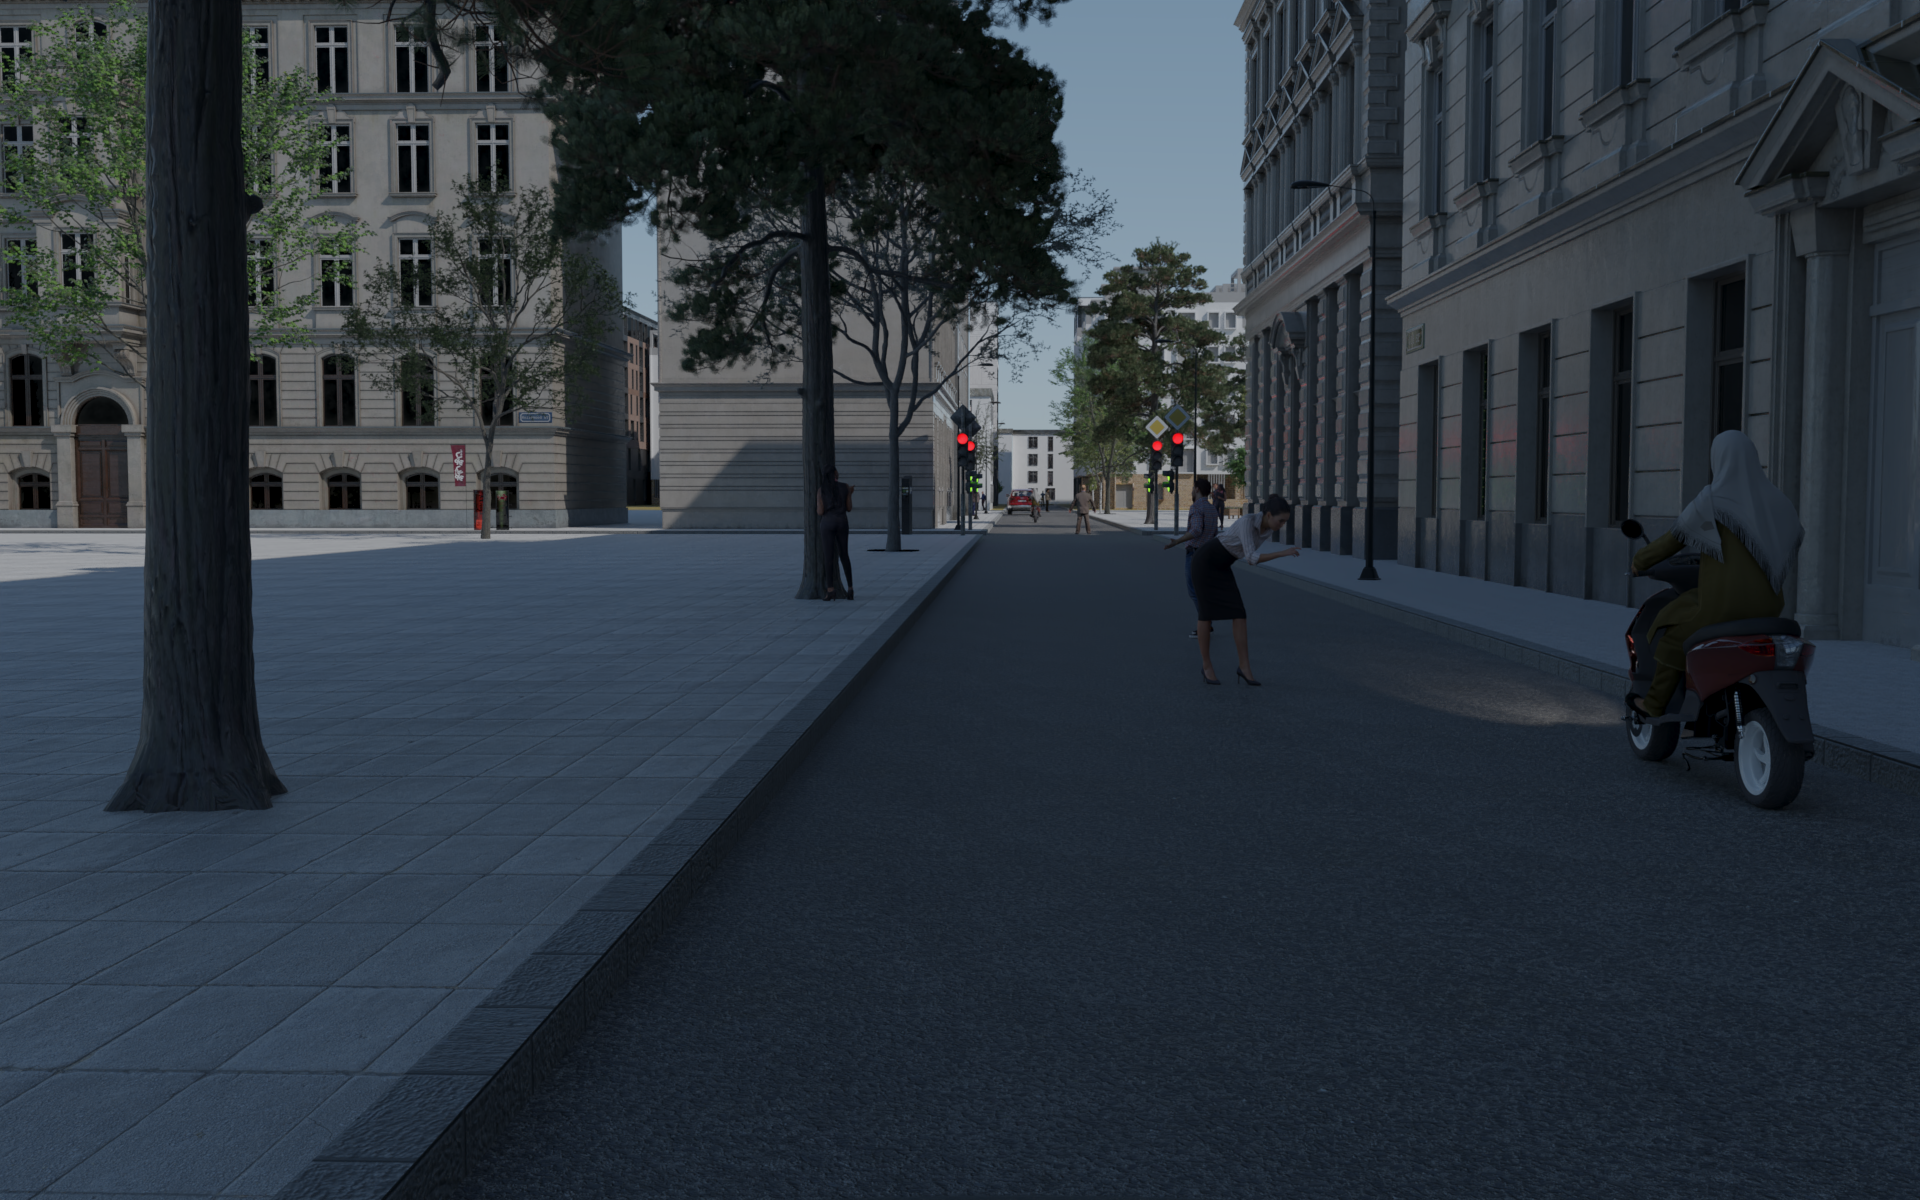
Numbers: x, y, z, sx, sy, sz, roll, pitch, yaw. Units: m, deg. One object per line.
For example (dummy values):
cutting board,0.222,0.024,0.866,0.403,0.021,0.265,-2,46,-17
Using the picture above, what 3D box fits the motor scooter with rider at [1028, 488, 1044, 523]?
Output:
motor scooter with rider,3.845,-4.799,87.426,0.876,1.779,1.986,0,4,3

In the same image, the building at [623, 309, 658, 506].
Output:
building,-52.244,-21.825,200.812,32.646,21.610,27.936,0,4,2

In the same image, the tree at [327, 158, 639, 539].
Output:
tree,-13.497,-7.002,48.890,8.767,10.594,7.601,-1,4,-16

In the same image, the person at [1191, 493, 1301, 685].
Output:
person,2.121,-0.075,12.919,0.799,1.438,0.628,0,4,8

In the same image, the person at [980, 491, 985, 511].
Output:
person,1.690,-7.552,132.217,0.600,1.496,0.574,0,4,-3

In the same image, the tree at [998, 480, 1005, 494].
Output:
tree,4.588,-13.403,213.747,1.663,3.219,1.824,0,3,0

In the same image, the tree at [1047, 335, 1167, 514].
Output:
tree,9.289,-11.246,109.631,9.928,11.665,9.643,0,3,0

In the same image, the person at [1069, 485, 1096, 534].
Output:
person,4.386,-3.240,62.019,0.990,1.755,0.434,0,4,3

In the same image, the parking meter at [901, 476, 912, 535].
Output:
parking meter,-1.678,-2.996,54.695,0.255,1.863,0.399,1,4,16

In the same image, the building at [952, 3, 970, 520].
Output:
building,-5.758,-16.851,93.528,12.078,24.808,19.932,0,4,2

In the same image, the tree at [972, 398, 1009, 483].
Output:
tree,1.440,-11.222,133.848,4.360,8.622,3.978,0,3,0

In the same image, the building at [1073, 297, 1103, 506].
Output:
building,26.690,-21.497,195.449,27.936,21.610,32.646,0,4,2

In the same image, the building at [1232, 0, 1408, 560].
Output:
building,12.978,-13.041,42.092,11.050,23.489,19.941,0,4,2

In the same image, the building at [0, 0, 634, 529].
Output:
building,-31.808,-15.319,69.550,34.723,24.649,14.460,0,4,2

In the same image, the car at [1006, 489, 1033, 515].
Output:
car,4.360,-6.900,121.482,2.281,1.827,5.304,0,4,2

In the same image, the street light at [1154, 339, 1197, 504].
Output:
street light,6.527,-4.862,52.034,1.470,5.913,1.316,0,4,2

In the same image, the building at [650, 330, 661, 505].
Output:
building,-29.763,-21.383,206.033,11.380,20.091,16.016,0,4,2

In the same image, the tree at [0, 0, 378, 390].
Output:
tree,-16.085,-6.734,35.862,9.928,11.665,9.643,0,3,0

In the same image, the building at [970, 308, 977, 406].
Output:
building,-5.753,-16.817,116.754,13.314,21.916,24.055,0,4,2

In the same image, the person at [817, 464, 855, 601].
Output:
person,-1.500,-0.815,20.837,0.415,1.643,0.593,2,4,25

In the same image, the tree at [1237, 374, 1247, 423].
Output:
tree,15.386,-8.075,82.392,4.737,8.622,4.395,0,3,0

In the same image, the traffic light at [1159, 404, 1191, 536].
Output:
traffic light,6.667,-3.923,53.392,0.839,4.213,0.868,0,4,2

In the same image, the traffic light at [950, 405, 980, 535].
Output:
traffic light,0.109,-3.936,53.601,0.839,4.213,0.868,0,4,2

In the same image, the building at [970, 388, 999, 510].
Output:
building,-1.545,-12.805,151.505,9.099,9.664,28.070,0,4,2

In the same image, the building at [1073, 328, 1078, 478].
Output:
building,19.479,-19.405,173.695,16.016,20.091,11.380,0,4,2

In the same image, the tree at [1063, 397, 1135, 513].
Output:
tree,9.600,-10.161,116.497,4.737,8.622,4.395,0,3,0

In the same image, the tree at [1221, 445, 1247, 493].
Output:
tree,16.732,-7.094,99.693,4.285,4.588,4.351,0,3,0

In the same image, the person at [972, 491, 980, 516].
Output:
person,0.881,-5.763,101.087,0.431,1.722,0.655,-1,4,-21

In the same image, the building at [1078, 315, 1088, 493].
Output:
building,19.463,-18.649,161.330,16.016,20.091,11.380,0,4,2

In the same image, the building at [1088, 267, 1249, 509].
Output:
building,19.538,-17.930,149.575,16.016,20.091,11.380,0,4,2

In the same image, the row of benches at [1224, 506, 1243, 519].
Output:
row of benches,14.626,-4.553,89.904,1.422,0.672,4.104,3,4,38

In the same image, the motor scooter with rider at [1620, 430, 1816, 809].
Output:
motor scooter with rider,3.740,0.030,8.477,0.876,1.779,1.986,0,4,1

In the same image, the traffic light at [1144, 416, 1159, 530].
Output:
traffic light,6.942,-4.411,61.372,0.839,4.213,0.868,0,4,2

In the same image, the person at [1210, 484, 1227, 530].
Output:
person,9.129,-3.291,61.313,0.593,1.643,0.415,0,4,-7

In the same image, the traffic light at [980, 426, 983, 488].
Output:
traffic light,0.384,-4.424,61.581,0.839,4.213,0.868,0,4,2

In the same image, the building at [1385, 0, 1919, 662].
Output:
building,15.126,-14.228,9.049,17.030,29.872,44.131,0,4,2

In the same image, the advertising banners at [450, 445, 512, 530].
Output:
advertising banners,-16.971,-3.987,61.375,2.074,3.025,0.090,0,4,-7

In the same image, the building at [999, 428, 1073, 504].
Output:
building,6.833,-17.364,226.041,28.070,9.664,9.099,0,4,2

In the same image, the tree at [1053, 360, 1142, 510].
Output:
tree,10.774,-12.907,129.161,7.486,12.596,7.792,0,3,0

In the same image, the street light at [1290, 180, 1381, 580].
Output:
street light,5.586,-3.256,25.775,1.470,5.913,1.316,0,4,2

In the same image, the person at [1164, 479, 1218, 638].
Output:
person,2.388,-0.422,17.355,0.435,1.587,0.963,2,4,26

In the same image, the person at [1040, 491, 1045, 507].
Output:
person,9.349,-11.440,195.530,1.348,1.826,0.705,0,4,-5

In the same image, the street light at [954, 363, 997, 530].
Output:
street light,0.488,-5.439,61.467,1.470,5.913,1.316,0,4,2

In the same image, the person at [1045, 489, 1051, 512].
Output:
person,7.096,-8.055,140.201,0.705,1.823,1.348,-1,4,-12

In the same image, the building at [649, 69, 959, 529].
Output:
building,-5.654,-14.457,72.525,11.583,22.565,21.152,0,4,2

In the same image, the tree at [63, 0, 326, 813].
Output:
tree,-2.998,-6.097,7.107,7.806,13.903,7.818,0,3,0

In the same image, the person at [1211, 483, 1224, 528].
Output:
person,9.787,-3.623,66.199,0.530,1.710,0.541,-1,4,-8

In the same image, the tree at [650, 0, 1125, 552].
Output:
tree,-1.404,-7.832,38.417,12.009,13.543,11.850,0,3,0

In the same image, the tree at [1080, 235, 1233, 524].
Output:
tree,8.241,-9.269,73.610,6.751,12.117,7.091,0,3,0

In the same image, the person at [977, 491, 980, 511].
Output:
person,1.334,-7.748,133.422,0.576,1.737,0.504,1,4,22

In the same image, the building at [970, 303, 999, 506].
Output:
building,-10.071,-20.659,181.751,27.936,21.610,32.646,0,4,2

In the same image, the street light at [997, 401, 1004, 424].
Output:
street light,1.355,-6.995,86.902,1.470,5.913,1.316,0,4,2
